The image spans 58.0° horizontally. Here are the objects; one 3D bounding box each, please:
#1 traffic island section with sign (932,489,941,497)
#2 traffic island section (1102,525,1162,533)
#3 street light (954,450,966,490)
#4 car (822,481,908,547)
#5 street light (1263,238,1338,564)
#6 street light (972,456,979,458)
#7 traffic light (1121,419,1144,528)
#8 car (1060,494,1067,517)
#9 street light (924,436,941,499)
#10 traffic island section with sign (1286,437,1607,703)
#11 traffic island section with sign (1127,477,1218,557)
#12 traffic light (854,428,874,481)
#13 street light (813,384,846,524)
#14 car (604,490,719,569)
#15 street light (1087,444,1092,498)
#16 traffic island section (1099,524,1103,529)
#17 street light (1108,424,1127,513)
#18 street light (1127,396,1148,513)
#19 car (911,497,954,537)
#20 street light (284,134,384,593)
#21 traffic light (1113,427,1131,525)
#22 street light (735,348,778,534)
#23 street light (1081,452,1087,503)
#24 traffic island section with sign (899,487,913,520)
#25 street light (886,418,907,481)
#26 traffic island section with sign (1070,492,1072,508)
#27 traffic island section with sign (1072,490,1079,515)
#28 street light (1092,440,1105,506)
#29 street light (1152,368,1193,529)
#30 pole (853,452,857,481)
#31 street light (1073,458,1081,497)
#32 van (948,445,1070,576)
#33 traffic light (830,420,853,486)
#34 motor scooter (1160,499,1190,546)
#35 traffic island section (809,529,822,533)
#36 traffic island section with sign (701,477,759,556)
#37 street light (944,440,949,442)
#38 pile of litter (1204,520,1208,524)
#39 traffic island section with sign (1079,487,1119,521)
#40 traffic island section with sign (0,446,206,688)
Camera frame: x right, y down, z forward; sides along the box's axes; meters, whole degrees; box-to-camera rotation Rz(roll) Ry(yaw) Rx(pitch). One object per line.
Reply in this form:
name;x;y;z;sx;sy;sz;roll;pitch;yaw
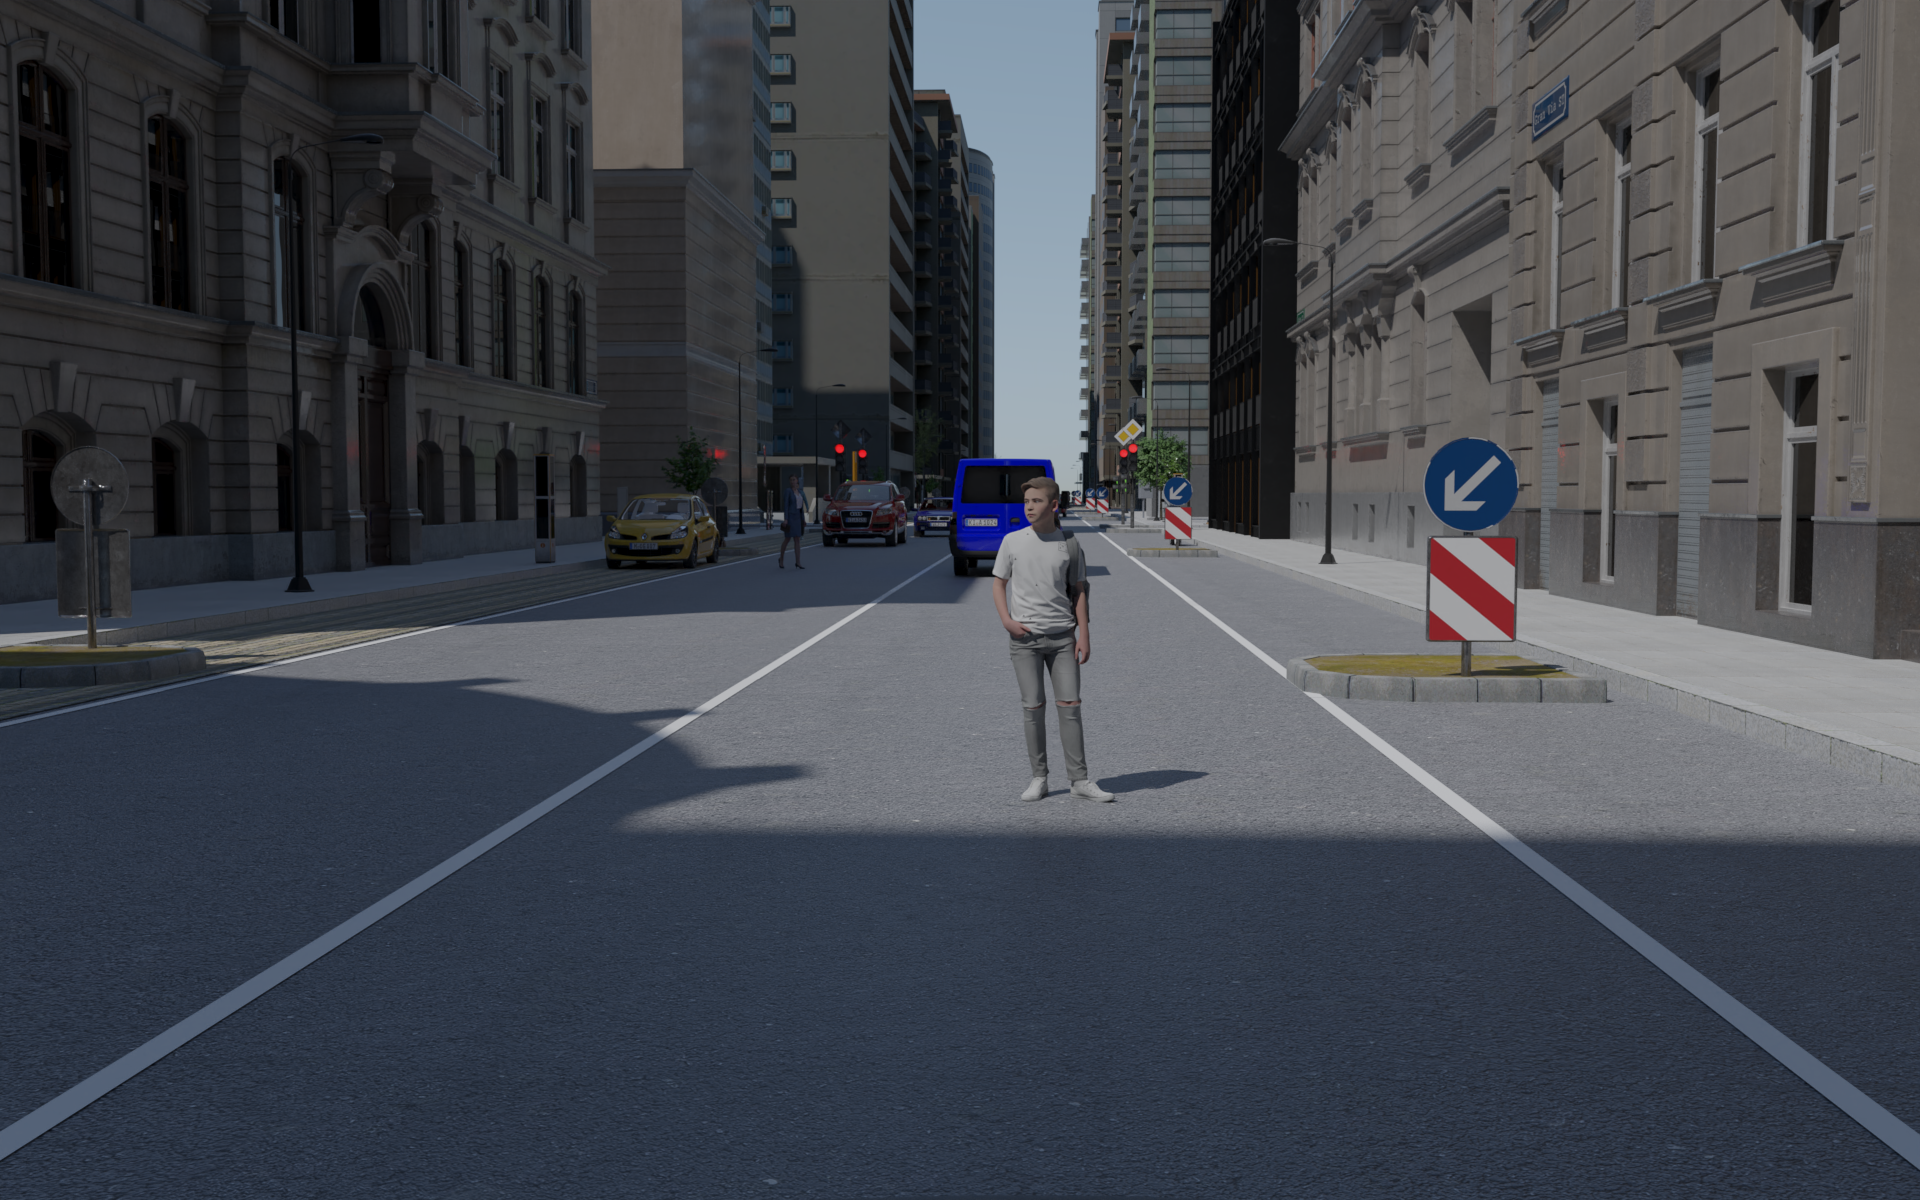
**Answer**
traffic island section with sign;-1.625;-6.937;122.049;1.989;1.847;2.006;0;4;3
traffic island section;6.464;-2.600;64.787;2.009;0.180;2.903;0;4;3
street light;-0.077;-12.796;181.754;1.470;5.913;1.316;0;4;3
car;-2.644;-2.462;48.928;2.281;1.827;5.304;0;4;3
street light;6.209;-3.613;31.610;1.470;5.913;1.316;0;4;3
street light;1.719;-14.760;213.866;1.470;5.913;1.316;0;4;3
traffic light;6.424;-4.633;64.675;0.839;4.253;0.868;0;4;3
car;5.824;-6.117;109.048;2.155;1.783;4.494;0;4;4
street light;-2.266;-10.111;137.857;1.470;5.913;1.316;0;4;3
traffic island section with sign;3.493;-0.259;12.856;1.989;1.847;2.006;0;4;3
traffic island section with sign;4.884;-1.927;40.130;1.989;1.847;2.006;0;4;3
traffic light;-4.067;-5.154;73.187;0.839;4.253;0.868;0;4;3
street light;-5.517;-6.154;73.152;1.470;5.913;1.316;0;4;3
car;-5.878;-1.475;34.347;2.015;1.641;3.980;0;4;1
street light;12.700;-11.412;159.123;1.470;5.913;1.316;0;4;3
traffic island section;6.870;-3.088;72.761;2.009;0.180;2.903;0;4;3
street light;10.518;-8.699;114.776;1.470;5.913;1.316;0;4;3
street light;8.829;-6.713;82.305;1.470;5.913;1.316;0;4;3
car;-0.664;-2.848;59.139;1.945;1.354;3.894;0;4;2
street light;-8.125;-3.056;22.509;1.470;5.913;1.316;0;4;3
traffic light;6.831;-5.121;72.650;0.839;4.253;0.868;0;4;3
street light;-6.481;-5.059;55.250;1.470;5.913;1.316;0;4;3
street light;14.442;-13.423;192.014;1.470;5.913;1.316;0;4;3
traffic island section with sign;-3.009;-5.267;94.747;1.989;1.847;2.006;0;4;3
street light;-3.927;-8.115;105.220;1.470;5.913;1.316;0;4;3
traffic island section with sign;11.607;-10.000;172.127;1.989;1.847;2.006;0;4;3
traffic island section with sign;9.017;-6.899;121.429;1.989;1.847;2.006;0;4;3
street light;12.225;-10.708;147.619;1.470;5.913;1.316;0;4;3
street light;7.877;-5.574;63.674;1.470;5.913;1.316;0;4;3
pole;-5.034;-5.455;83.024;0.158;3.312;0.155;0;3;0
street light;16.909;-16.508;242.450;1.470;5.913;1.316;0;4;3
van;0.917;-1.693;32.070;2.240;2.365;5.245;0;4;3
traffic light;-4.474;-4.666;65.212;0.839;4.253;0.868;0;4;3
motor scooter;6.004;-2.171;48.276;0.815;1.314;1.986;0;4;1
traffic island section;-4.513;-2.634;65.349;2.009;0.180;2.903;0;4;3
traffic island section with sign;-5.784;-1.953;40.560;1.989;1.847;2.006;0;4;3
street light;-1.647;-10.830;149.611;1.470;5.913;1.316;0;4;3
pile of litter;11.157;-3.609;72.970;1.719;0.858;1.176;2;4;25
traffic island section with sign;7.655;-5.253;94.508;1.989;1.847;2.006;0;4;3
traffic island section with sign;-7.149;-0.306;13.639;1.989;1.847;2.006;0;4;3
